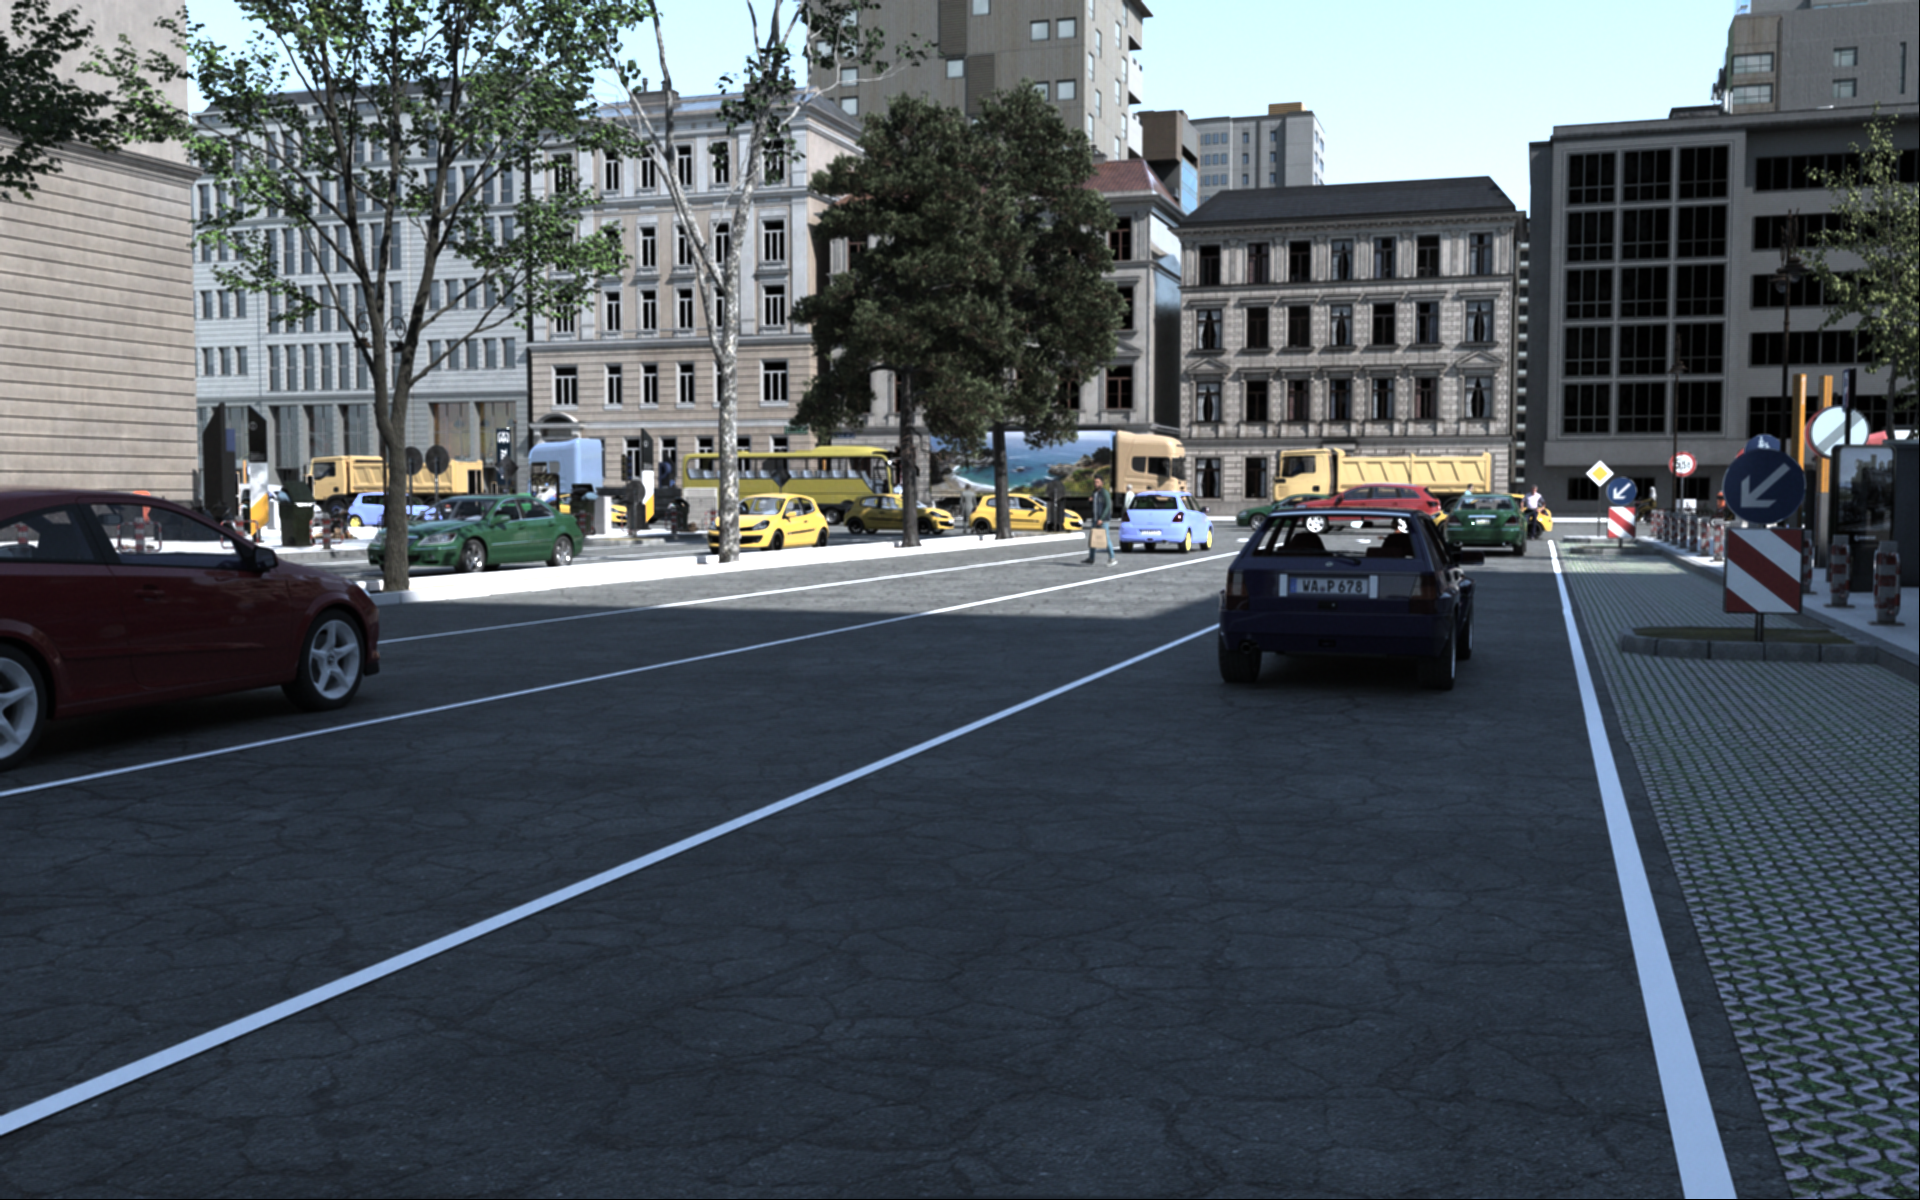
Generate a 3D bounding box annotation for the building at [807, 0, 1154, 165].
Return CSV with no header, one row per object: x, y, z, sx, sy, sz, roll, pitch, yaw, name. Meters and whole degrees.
2.456,-35.581,170.985,28.713,52.752,27.495,1,4,18,building

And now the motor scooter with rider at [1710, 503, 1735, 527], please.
33.087,-3.972,73.910,1.986,1.779,0.876,1,4,18,motor scooter with rider

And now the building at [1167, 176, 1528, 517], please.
22.474,-14.395,99.990,19.286,19.102,10.561,1,4,18,building

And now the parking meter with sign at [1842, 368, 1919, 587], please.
13.163,-1.692,23.926,1.738,3.016,0.543,1,4,19,parking meter with sign

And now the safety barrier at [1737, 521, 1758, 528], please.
12.620,-0.812,27.554,0.300,0.817,1.120,1,4,18,safety barrier

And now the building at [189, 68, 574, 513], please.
-40.108,-20.994,120.742,29.804,29.767,11.434,1,4,18,building

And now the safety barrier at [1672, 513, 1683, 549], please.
17.049,-1.623,40.817,0.300,0.817,1.120,1,4,18,safety barrier

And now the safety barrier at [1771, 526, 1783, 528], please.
11.734,-0.650,24.909,0.300,0.817,1.120,1,4,18,safety barrier

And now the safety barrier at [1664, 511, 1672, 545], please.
17.938,-1.785,43.460,0.300,0.817,1.120,1,4,18,safety barrier

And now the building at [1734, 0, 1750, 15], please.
119.424,-56.701,239.732,31.000,86.520,22.319,1,4,18,building

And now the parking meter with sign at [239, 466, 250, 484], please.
-44.021,-6.747,106.568,0.543,3.016,1.738,0,4,8,parking meter with sign

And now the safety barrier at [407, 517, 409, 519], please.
-13.636,-1.717,42.344,0.300,0.817,1.120,1,4,18,safety barrier

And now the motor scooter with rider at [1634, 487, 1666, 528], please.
28.793,-3.905,72.807,1.986,1.779,0.876,1,4,19,motor scooter with rider

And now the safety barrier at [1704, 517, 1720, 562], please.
14.402,-1.138,32.879,0.300,0.817,1.120,1,4,18,safety barrier

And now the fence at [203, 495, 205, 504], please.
-48.158,-6.132,111.453,0.480,1.192,2.264,0,4,3,fence

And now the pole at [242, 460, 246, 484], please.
-43.067,-6.755,104.291,0.158,3.312,0.155,0,3,0,pole

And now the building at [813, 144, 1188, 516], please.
3.068,-16.525,106.333,21.152,22.565,11.583,1,4,18,building

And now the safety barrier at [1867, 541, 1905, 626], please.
9.075,-0.164,16.949,0.300,0.817,1.120,1,4,18,safety barrier

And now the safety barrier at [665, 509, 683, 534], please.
-9.189,-2.530,55.640,0.300,0.817,1.120,1,4,18,safety barrier

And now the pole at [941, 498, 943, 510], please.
-0.946,-5.918,90.604,0.158,3.312,0.155,0,3,0,pole

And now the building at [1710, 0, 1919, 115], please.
85.420,-33.593,168.855,23.786,49.044,30.456,1,4,18,building

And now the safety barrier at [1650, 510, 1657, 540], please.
19.705,-2.109,48.752,0.300,0.817,1.120,1,4,18,safety barrier

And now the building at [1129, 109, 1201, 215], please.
19.304,-33.636,200.058,14.200,45.320,14.600,1,4,18,building

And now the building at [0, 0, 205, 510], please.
-36.529,-15.510,50.860,25.104,27.353,12.463,1,4,18,building

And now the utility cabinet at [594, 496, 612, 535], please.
-11.401,-2.663,54.703,1.020,1.237,0.306,3,5,44,utility cabinet

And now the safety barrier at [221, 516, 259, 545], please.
-15.405,-1.393,37.049,0.300,0.817,1.120,1,4,18,safety barrier

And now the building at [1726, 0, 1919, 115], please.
73.174,-28.494,149.478,14.154,41.232,14.086,1,4,18,building

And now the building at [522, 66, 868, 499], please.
-16.299,-20.023,113.281,20.117,28.700,13.634,1,4,18,building

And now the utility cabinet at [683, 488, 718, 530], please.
-9.046,-3.161,60.358,1.173,1.500,0.318,1,4,14,utility cabinet

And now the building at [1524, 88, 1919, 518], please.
46.572,-16.821,94.086,30.058,24.678,14.314,1,4,18,building

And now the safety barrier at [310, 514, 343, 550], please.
-14.518,-1.555,39.698,0.300,0.817,1.120,1,4,18,safety barrier

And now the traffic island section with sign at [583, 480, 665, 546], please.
-9.449,-2.469,48.989,1.989,1.847,2.006,1,4,18,traffic island section with sign

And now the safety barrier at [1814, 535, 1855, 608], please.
9.964,-0.326,19.610,0.300,0.817,1.120,1,4,18,safety barrier

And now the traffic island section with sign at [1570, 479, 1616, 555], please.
15.609,-1.996,41.267,1.989,1.847,2.006,1,4,18,traffic island section with sign

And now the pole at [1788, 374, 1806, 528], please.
14.273,-2.183,29.538,0.158,3.312,0.155,0,3,0,pole

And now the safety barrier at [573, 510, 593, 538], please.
-10.965,-2.205,50.324,0.300,0.817,1.120,1,4,18,safety barrier

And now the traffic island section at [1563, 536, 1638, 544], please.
18.971,-1.781,51.404,2.009,0.180,2.903,1,4,18,traffic island section

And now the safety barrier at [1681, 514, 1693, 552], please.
16.168,-1.461,38.171,0.300,0.817,1.120,1,4,18,safety barrier

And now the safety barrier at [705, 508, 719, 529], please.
-8.307,-2.692,58.286,0.300,0.817,1.120,1,4,18,safety barrier

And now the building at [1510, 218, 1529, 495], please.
83.260,-34.553,248.536,14.086,41.232,14.154,1,4,18,building

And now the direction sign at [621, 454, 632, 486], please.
-19.041,-6.545,99.010,0.876,3.537,0.379,3,5,39,direction sign

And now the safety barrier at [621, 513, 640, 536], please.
-10.075,-2.368,52.991,0.300,0.817,1.120,1,4,18,safety barrier

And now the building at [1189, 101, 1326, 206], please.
41.167,-44.293,266.197,28.212,58.520,21.231,1,4,18,building

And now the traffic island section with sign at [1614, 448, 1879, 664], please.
7.064,-0.432,15.697,1.989,1.847,2.006,1,4,18,traffic island section with sign

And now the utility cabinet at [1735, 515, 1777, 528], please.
22.817,-2.504,49.623,1.173,1.500,0.318,-1,4,-14,utility cabinet

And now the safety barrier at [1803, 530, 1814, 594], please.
10.852,-0.489,22.263,0.300,0.817,1.120,1,4,18,safety barrier

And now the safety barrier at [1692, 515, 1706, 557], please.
15.285,-1.300,35.525,0.300,0.817,1.120,1,4,18,safety barrier

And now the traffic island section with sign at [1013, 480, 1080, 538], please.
2.976,-2.988,56.984,2.006,1.907,1.989,1,4,18,traffic island section with sign

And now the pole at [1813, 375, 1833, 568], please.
14.905,-2.206,29.909,0.158,3.312,0.155,0,3,0,pole

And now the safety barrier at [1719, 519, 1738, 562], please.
13.511,-0.975,30.219,0.300,0.817,1.120,1,4,18,safety barrier

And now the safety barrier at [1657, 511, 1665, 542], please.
18.818,-1.947,46.107,0.300,0.817,1.120,1,4,18,safety barrier
